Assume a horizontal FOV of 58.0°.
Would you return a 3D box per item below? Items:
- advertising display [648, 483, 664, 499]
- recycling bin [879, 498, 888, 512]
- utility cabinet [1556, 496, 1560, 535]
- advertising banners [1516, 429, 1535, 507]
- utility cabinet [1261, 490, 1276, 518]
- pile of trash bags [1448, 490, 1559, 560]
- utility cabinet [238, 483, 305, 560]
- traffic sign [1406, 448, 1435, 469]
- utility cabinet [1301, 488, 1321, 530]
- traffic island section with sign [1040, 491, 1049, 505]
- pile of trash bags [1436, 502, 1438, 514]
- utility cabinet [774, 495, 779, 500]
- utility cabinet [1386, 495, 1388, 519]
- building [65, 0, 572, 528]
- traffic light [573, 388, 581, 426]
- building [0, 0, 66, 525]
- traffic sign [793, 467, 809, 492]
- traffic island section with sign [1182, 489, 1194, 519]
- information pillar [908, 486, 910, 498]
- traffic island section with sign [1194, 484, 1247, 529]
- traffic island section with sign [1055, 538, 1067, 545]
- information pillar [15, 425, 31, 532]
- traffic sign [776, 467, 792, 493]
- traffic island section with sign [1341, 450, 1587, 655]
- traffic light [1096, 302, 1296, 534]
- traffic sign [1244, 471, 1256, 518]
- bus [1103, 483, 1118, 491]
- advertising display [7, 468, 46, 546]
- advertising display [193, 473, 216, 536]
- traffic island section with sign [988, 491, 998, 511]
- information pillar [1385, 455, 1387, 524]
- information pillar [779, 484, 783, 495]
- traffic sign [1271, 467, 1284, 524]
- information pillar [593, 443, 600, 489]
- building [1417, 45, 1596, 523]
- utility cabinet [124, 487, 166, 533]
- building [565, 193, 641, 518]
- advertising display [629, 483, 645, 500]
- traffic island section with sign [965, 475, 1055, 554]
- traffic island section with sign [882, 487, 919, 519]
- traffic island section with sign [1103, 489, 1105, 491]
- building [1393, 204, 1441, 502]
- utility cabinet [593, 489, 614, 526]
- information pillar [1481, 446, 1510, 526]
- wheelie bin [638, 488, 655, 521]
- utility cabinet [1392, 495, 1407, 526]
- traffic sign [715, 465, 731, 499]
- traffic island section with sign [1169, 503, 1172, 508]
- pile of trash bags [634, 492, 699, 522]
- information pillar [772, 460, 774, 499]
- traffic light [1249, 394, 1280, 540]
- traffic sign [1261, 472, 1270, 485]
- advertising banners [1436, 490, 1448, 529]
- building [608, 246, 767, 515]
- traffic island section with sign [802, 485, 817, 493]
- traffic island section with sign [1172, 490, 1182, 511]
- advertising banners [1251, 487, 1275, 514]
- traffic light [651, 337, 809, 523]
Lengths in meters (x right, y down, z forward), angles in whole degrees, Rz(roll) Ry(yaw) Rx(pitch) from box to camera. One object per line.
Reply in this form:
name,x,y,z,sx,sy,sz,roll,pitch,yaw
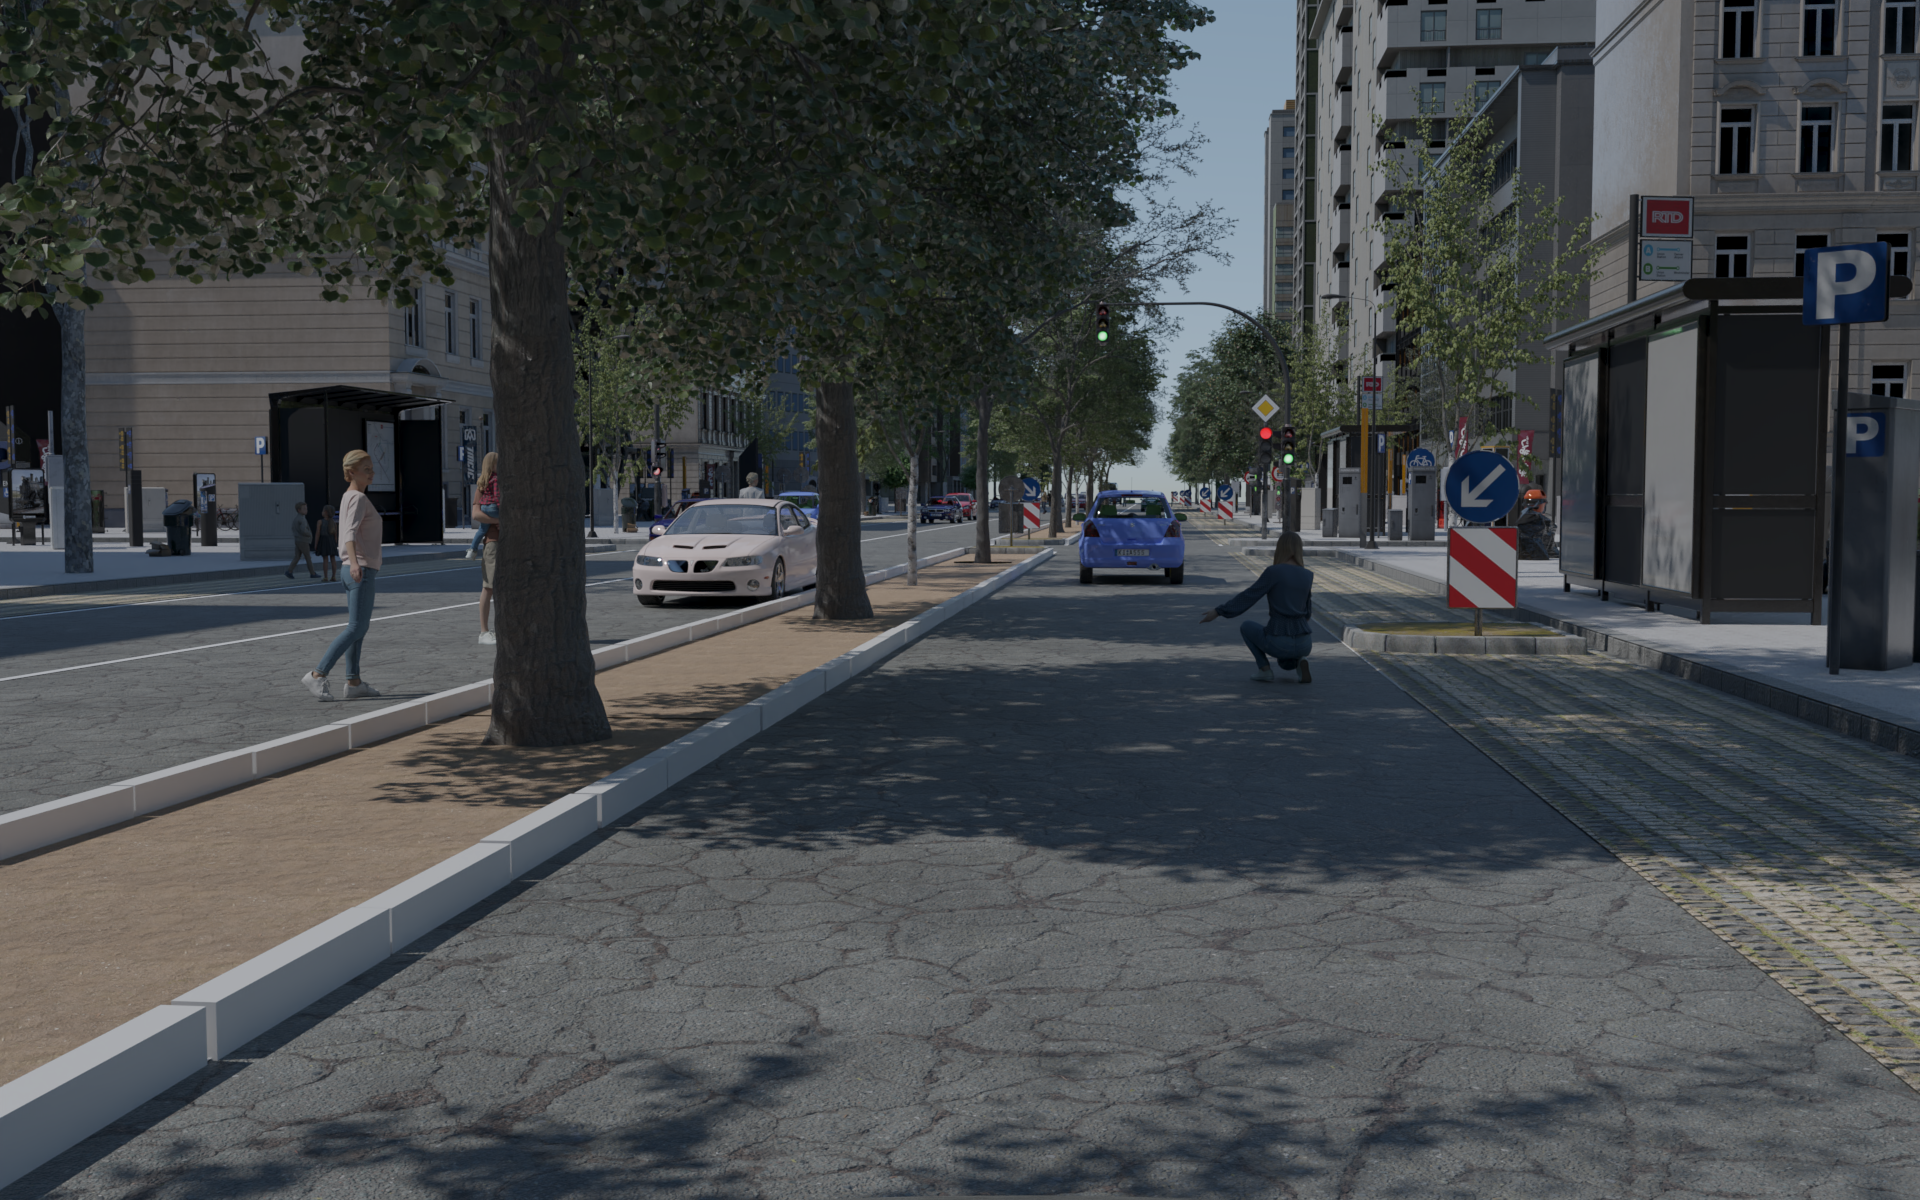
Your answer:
advertising display,-17.876,-5.912,101.870,0.974,1.923,0.123,-1,4,-11
recycling bin,-5.544,-6.713,122.316,0.722,1.027,0.722,3,5,43
utility cabinet,19.293,-2.698,55.280,0.306,1.237,1.020,2,4,30
advertising banners,14.879,-3.151,47.707,0.090,3.025,2.074,-3,4,-39
utility cabinet,16.197,-5.060,91.403,0.318,1.500,1.173,0,4,-6
pile of trash bags,11.238,-1.542,34.961,1.912,1.369,3.447,2,4,31
utility cabinet,-13.296,-1.516,33.473,1.173,1.500,0.318,-2,4,-25
traffic sign,12.740,-2.927,47.971,0.768,2.556,0.104,0,4,8
utility cabinet,12.388,-3.264,62.052,0.318,1.500,1.173,-3,4,-36
traffic island section with sign,11.336,-13.647,231.750,1.989,1.847,2.006,0,4,6
pile of trash bags,23.311,-4.587,84.751,3.447,1.369,1.912,0,4,-7
utility cabinet,-8.908,-4.696,87.934,1.020,1.237,0.306,0,4,8
utility cabinet,22.021,-4.765,89.069,0.306,1.237,1.020,-2,4,-30
building,-26.194,-17.619,73.981,13.634,28.700,20.117,0,4,6
traffic light,-9.722,-3.293,42.768,0.839,4.253,0.868,0,4,6
building,-46.096,-14.740,70.671,15.834,23.373,12.332,0,4,6
traffic sign,-7.403,-4.924,80.615,0.768,2.556,0.104,0,4,8
traffic island section with sign,13.816,-5.495,98.479,1.989,1.847,2.006,0,4,6
information pillar,-3.477,-7.955,121.424,0.183,3.616,0.504,2,4,30
traffic island section with sign,10.807,-3.844,71.482,1.989,1.847,2.006,0,4,6
traffic island section with sign,2.018,-2.517,49.286,2.006,1.907,1.989,0,4,6
information pillar,-31.467,-4.086,58.153,0.504,3.616,0.183,-2,4,-28
traffic sign,-8.441,-5.066,82.940,0.768,2.556,0.104,1,4,15
traffic island section with sign,4.663,-0.471,16.335,1.989,1.847,2.006,0,4,6
traffic light,5.595,-4.053,40.938,4.771,5.953,1.251,0,4,6
traffic sign,15.845,-5.763,94.333,0.768,2.556,0.104,1,4,15
bus,23.292,-16.869,270.672,2.948,3.499,13.247,0,4,7
advertising display,-23.284,-2.325,43.229,0.123,1.923,0.974,1,4,22
advertising display,-23.008,-2.910,52.785,0.123,1.923,0.974,1,4,11
traffic island section with sign,2.230,-8.664,150.289,1.989,1.847,2.006,0,4,6
information pillar,18.364,-5.137,75.346,0.504,3.616,0.183,-3,4,-36
information pillar,-12.814,-7.365,124.909,0.304,2.012,0.304,-3,5,-40
traffic sign,13.839,-4.573,74.880,0.768,2.556,0.104,1,4,13
information pillar,-15.123,-4.943,72.177,0.183,3.616,0.504,1,4,14
building,33.316,-16.579,90.134,14.314,24.678,30.058,0,4,6
utility cabinet,-26.621,-2.931,56.603,1.173,1.500,0.318,-3,4,-37
building,-26.182,-13.810,93.239,16.820,18.784,16.811,0,4,6
advertising display,-18.965,-5.912,101.870,0.974,1.923,0.123,1,4,12
traffic island section with sign,1.186,-2.067,41.925,2.006,1.907,1.989,0,4,6
traffic island section with sign,-3.408,-5.582,99.897,1.989,1.847,2.006,0,4,6
traffic island section with sign,10.348,-7.084,123.963,2.006,1.907,1.989,0,4,6
building,35.873,-17.347,113.300,12.332,23.373,15.834,0,4,6
utility cabinet,-14.227,-3.703,69.223,0.318,1.500,1.173,1,4,22
information pillar,8.227,-1.357,26.674,0.304,2.012,0.304,-1,4,-23
wheelie bin,-15.014,-4.616,83.386,0.980,1.594,0.693,0,4,-1
utility cabinet,18.109,-3.646,70.778,0.306,1.237,1.020,-2,4,-24
traffic sign,-10.503,-4.677,76.582,0.768,2.556,0.104,1,4,14
traffic island section with sign,22.325,-10.153,174.625,1.989,1.847,2.006,0,4,6
pile of trash bags,-13.760,-4.377,81.312,3.447,1.369,1.912,0,4,-8
information pillar,-12.659,-7.700,117.250,0.183,3.616,0.504,0,4,-5
traffic light,8.570,-3.661,48.784,0.839,4.253,0.868,0,4,6
traffic sign,14.087,-4.778,80.253,0.606,2.300,0.079,1,4,11
advertising banners,17.767,-4.133,63.756,0.090,3.025,2.074,-2,4,-34
building,-19.750,-15.390,116.258,10.561,19.102,19.286,0,4,6
traffic island section with sign,-6.398,-3.944,73.107,1.989,1.847,2.006,0,4,6
traffic island section with sign,19.332,-8.513,147.809,1.989,1.847,2.006,0,4,6
advertising banners,19.615,-7.026,111.055,2.074,3.025,0.090,0,4,-4
traffic light,-6.747,-4.639,50.508,4.771,5.953,1.251,0,4,6
